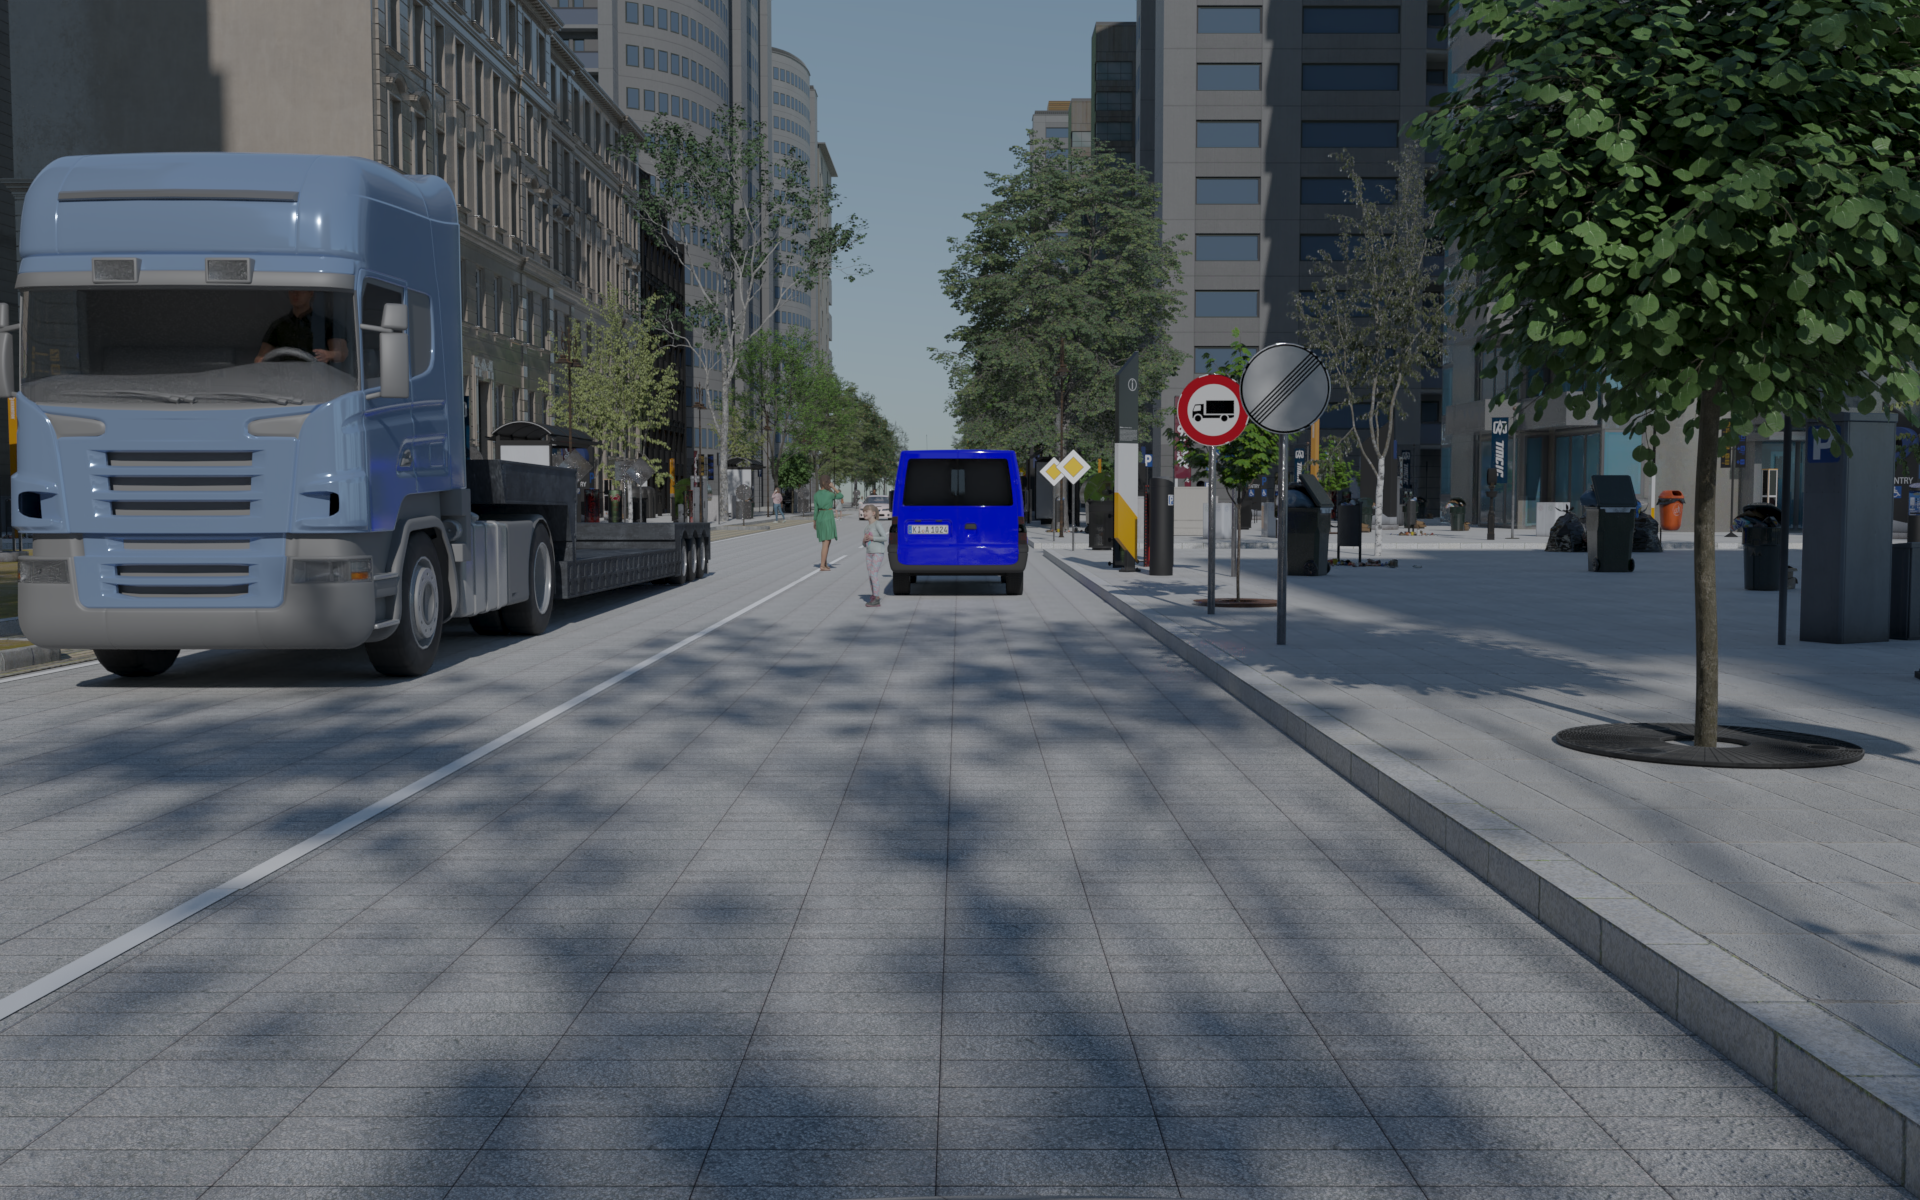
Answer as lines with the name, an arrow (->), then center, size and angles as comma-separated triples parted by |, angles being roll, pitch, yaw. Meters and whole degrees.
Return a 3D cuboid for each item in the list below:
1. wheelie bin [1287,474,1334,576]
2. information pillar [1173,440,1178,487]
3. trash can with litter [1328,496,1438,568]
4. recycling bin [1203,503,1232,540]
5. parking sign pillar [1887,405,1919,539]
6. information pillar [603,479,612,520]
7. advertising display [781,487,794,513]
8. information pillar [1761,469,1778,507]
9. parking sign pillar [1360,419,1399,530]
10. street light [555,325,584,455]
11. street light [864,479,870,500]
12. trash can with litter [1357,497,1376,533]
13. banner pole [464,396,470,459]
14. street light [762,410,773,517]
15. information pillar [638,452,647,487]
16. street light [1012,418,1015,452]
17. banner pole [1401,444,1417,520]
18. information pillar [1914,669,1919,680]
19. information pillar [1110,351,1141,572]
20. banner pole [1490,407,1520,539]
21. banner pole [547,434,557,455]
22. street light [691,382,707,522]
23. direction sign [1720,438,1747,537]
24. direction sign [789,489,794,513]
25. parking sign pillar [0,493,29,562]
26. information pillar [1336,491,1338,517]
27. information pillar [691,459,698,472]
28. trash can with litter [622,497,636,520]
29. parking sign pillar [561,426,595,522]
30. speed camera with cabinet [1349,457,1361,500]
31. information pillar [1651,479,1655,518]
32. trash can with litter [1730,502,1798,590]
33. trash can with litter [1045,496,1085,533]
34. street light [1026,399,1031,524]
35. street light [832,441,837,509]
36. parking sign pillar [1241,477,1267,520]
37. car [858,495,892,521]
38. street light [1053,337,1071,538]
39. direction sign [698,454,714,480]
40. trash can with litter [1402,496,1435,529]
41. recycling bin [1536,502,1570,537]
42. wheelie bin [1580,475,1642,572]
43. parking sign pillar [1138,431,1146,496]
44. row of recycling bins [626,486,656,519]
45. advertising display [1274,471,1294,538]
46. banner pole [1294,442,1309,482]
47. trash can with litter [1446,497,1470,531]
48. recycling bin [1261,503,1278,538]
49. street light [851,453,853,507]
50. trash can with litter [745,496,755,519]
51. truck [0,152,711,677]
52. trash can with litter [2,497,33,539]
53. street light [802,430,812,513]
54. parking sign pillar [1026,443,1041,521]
wheelie bin -> 5.446, -1.184, 27.274 | 0.693, 1.594, 0.980 | 2, 4, 31
information pillar -> 6.997, -3.971, 56.287 | 0.183, 3.616, 0.504 | 0, 4, -2
trash can with litter -> 7.139, -1.202, 30.716 | 1.678, 1.210, 2.233 | -3, 4, -36
recycling bin -> 7.404, -2.249, 49.320 | 0.722, 1.027, 0.722 | 3, 5, 45
parking sign pillar -> 27.048, -3.752, 49.819 | 1.447, 3.967, 1.447 | -2, 4, -30
information pillar -> -17.187, -4.894, 84.509 | 0.304, 2.012, 0.304 | 1, 4, 16
advertising display -> -11.727, -6.879, 117.681 | 0.974, 1.923, 0.123 | -2, 4, -33
information pillar -> 23.674, -2.825, 50.686 | 0.304, 2.012, 0.304 | -1, 4, -13
parking sign pillar -> 15.122, -4.530, 62.538 | 1.447, 3.967, 1.447 | -3, 5, -44
street light -> -10.684, -4.569, 47.491 | 0.468, 5.910, 1.993 | 0, 3, 0
street light -> -10.696, -13.548, 194.297 | 0.468, 5.910, 1.993 | 0, 3, 0
trash can with litter -> 13.572, -2.837, 57.778 | 0.624, 1.170, 1.055 | 1, 4, 11
banner pole -> -11.358, -2.981, 38.761 | 0.863, 3.779, 0.401 | 0, 4, -2
street light -> -10.616, -7.516, 95.679 | 0.468, 5.910, 1.993 | 0, 3, 0
information pillar -> -17.651, -6.417, 96.278 | 0.504, 3.616, 0.183 | 0, 4, -2
street light -> 3.077, -7.674, 98.256 | 0.468, 5.910, 1.993 | 0, 3, 0
banner pole -> 22.376, -5.890, 86.324 | 0.863, 3.779, 0.401 | 0, 4, 1
information pillar -> 6.749, -1.258, 11.919 | 0.183, 3.616, 0.504 | 1, 4, 19
information pillar -> 2.734, -2.262, 28.346 | 0.504, 3.616, 0.183 | -3, 5, -42
banner pole -> 15.595, -3.641, 49.545 | 0.863, 3.779, 0.401 | 1, 4, 22
banner pole -> -15.099, -4.530, 64.083 | 0.401, 3.779, 0.863 | -3, 5, -42
street light -> -10.717, -6.033, 71.429 | 0.468, 5.910, 1.993 | 0, 3, 0
direction sign -> 22.982, -3.640, 51.507 | 0.379, 3.537, 0.876 | -2, 4, -26
direction sign -> -11.408, -7.635, 116.825 | 0.379, 3.537, 0.876 | -2, 4, -32
parking sign pillar -> -18.561, -2.717, 32.891 | 1.447, 3.967, 1.447 | -2, 4, -35
information pillar -> 19.852, -5.356, 92.067 | 0.304, 2.012, 0.304 | -2, 4, -32
information pillar -> -17.803, -7.650, 116.435 | 0.504, 3.616, 0.183 | 1, 4, 21
trash can with litter -> -16.713, -4.626, 87.028 | 1.055, 1.170, 0.624 | -1, 4, -15
parking sign pillar -> -15.065, -4.877, 68.212 | 1.447, 3.967, 1.447 | 1, 4, 19
speed camera with cabinet -> 21.487, -5.984, 92.166 | 0.660, 3.252, 2.038 | 3, 5, 43
information pillar -> 19.628, -3.526, 48.997 | 0.183, 3.616, 0.504 | 1, 4, 23
trash can with litter -> 10.837, -0.727, 23.271 | 0.624, 1.170, 1.055 | 3, 5, 45
trash can with litter -> 3.644, -2.889, 58.295 | 1.678, 1.210, 2.233 | 2, 4, 34
street light -> 2.970, -6.245, 74.888 | 0.468, 5.910, 1.993 | 0, 3, 0
street light -> -10.697, -10.690, 147.562 | 0.468, 5.910, 1.993 | 0, 3, 0
parking sign pillar -> 14.604, -5.963, 85.963 | 1.447, 3.967, 1.447 | -3, 5, -40
car -> -4.501, -5.072, 95.286 | 2.083, 1.381, 4.827 | 0, 4, 2
street light -> 2.994, -4.783, 50.997 | 0.468, 5.910, 1.993 | 0, 3, 0
direction sign -> -14.399, -6.499, 98.252 | 0.876, 3.537, 0.379 | -1, 4, -19
trash can with litter -> 16.939, -3.243, 64.407 | 0.624, 1.170, 1.055 | -2, 4, -27
recycling bin -> 17.899, -2.430, 52.288 | 0.722, 1.027, 0.722 | -3, 4, -37
wheelie bin -> 10.697, -1.265, 28.584 | 0.980, 1.594, 0.693 | 0, 4, 0
parking sign pillar -> 7.023, -5.051, 71.064 | 1.447, 3.967, 1.447 | -3, 4, -38
row of recycling bins -> -16.742, -5.132, 91.013 | 1.069, 1.692, 3.534 | 0, 4, 5
advertising display -> 9.292, -2.721, 49.705 | 0.123, 1.923, 0.974 | -1, 4, -17
banner pole -> 16.459, -5.699, 83.189 | 0.863, 3.779, 0.401 | 1, 4, 20
trash can with litter -> 17.334, -2.986, 60.205 | 0.624, 1.170, 1.055 | 2, 4, 35
recycling bin -> 9.380, -2.374, 51.368 | 0.722, 1.027, 0.722 | 0, 4, -7
street light -> -10.662, -12.119, 170.930 | 0.468, 5.910, 1.993 | 0, 3, 0
trash can with litter -> -11.141, -4.798, 89.839 | 1.055, 1.170, 0.624 | 3, 4, 38
truck -> -5.449, -1.882, 20.523 | 2.967, 4.110, 18.799 | 0, 4, 0
trash can with litter -> -27.642, -2.372, 49.835 | 1.678, 1.210, 2.233 | 3, 5, 41
street light -> -10.657, -8.945, 119.046 | 0.468, 5.910, 1.993 | 0, 3, 0
parking sign pillar -> 3.483, -5.815, 83.550 | 1.447, 3.967, 1.447 | 0, 4, -7
